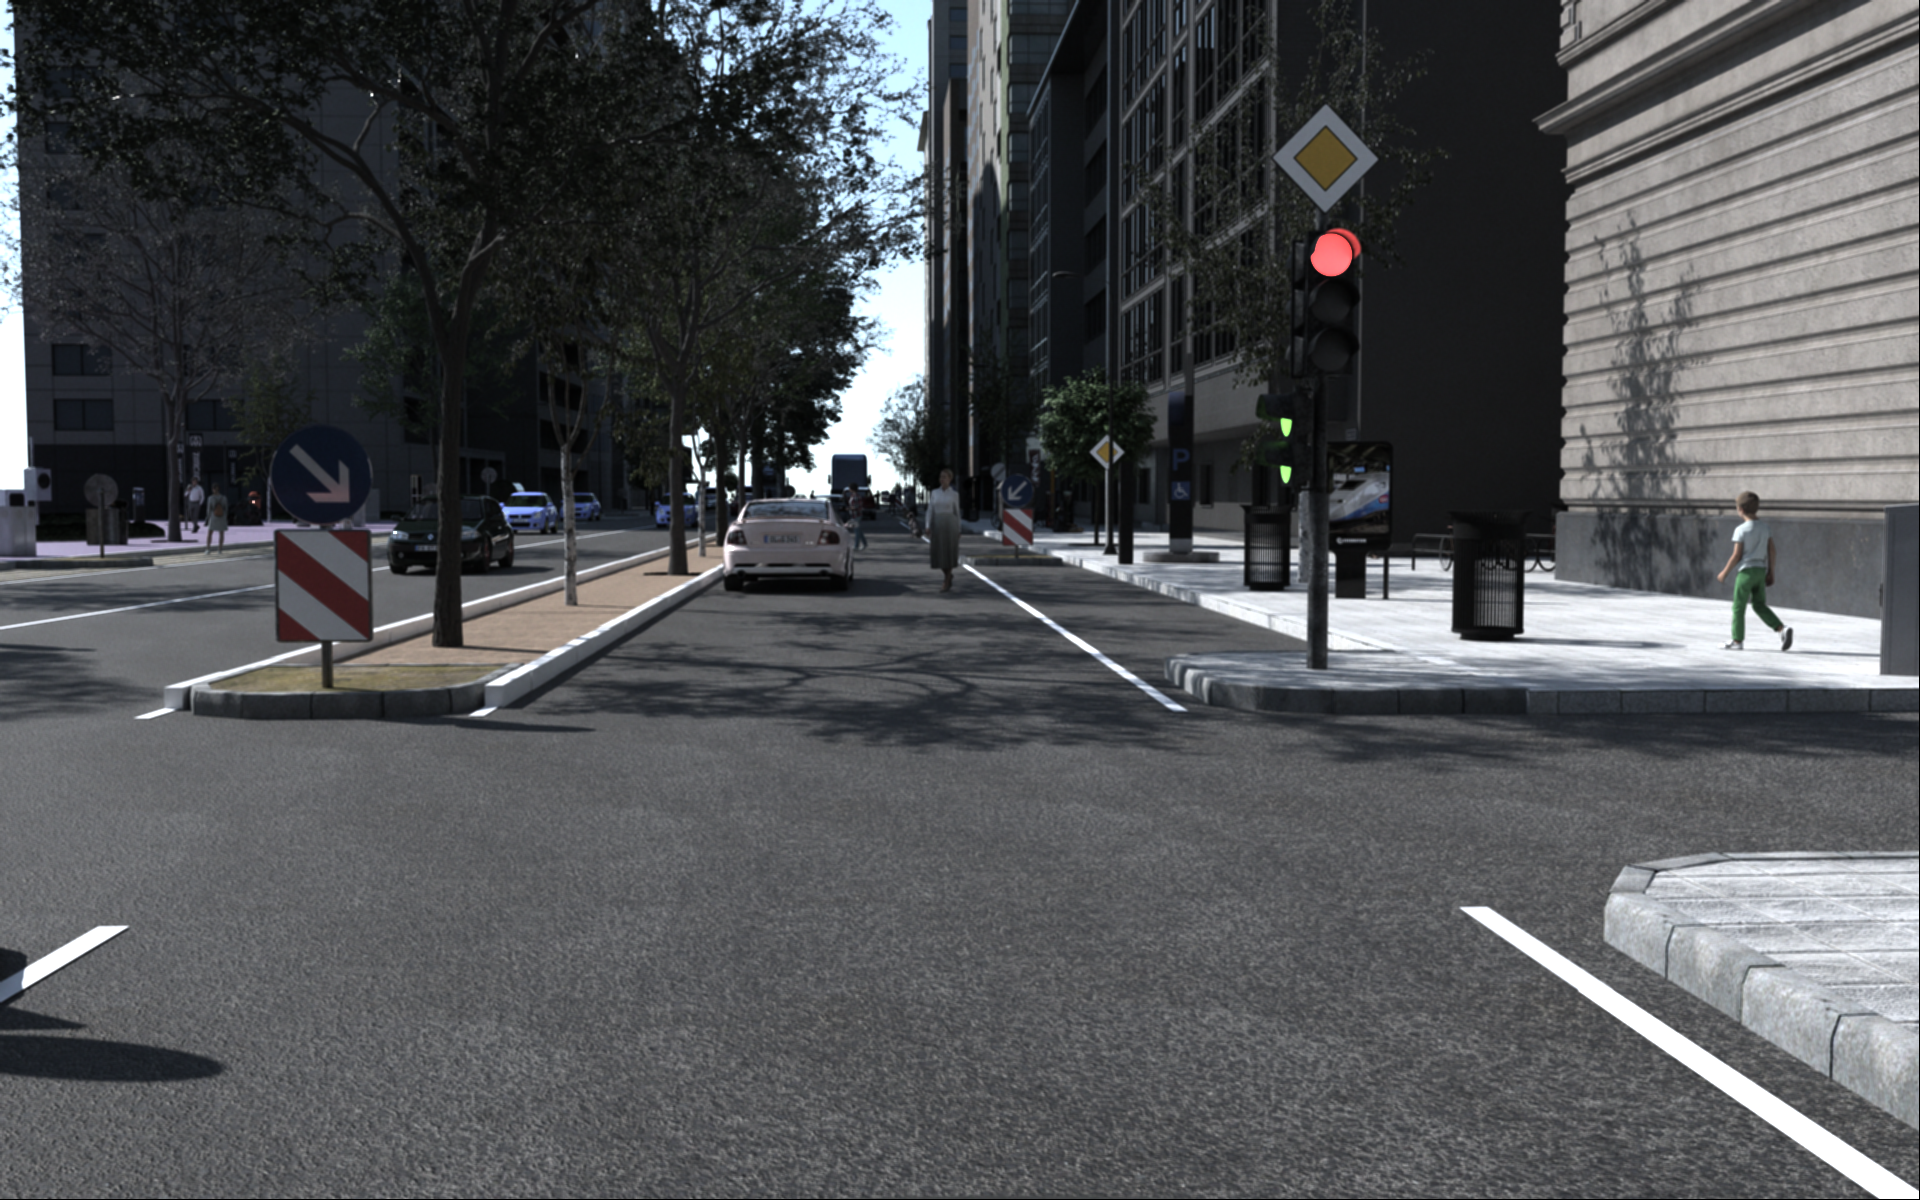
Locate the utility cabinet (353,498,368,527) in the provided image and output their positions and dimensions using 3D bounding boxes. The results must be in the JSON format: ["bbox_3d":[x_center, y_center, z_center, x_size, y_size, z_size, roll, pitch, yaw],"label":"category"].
[{"bbox_3d":[-23.378,-3.588,67.335,0.318,1.500,1.173,-1,4,-11],"label":"utility cabinet"}]

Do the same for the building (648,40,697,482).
[{"bbox_3d":[-45.899,-37.713,205.838,28.713,52.752,27.495,0,4,-3],"label":"building"}]

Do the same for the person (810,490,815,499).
[{"bbox_3d":[-9.828,-6.483,115.409,0.530,1.710,0.541,-1,4,-13],"label":"person"}]

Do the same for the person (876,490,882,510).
[{"bbox_3d":[-7.573,-9.216,159.198,0.705,1.822,1.348,-3,5,-43],"label":"person"}]

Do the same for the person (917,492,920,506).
[{"bbox_3d":[-4.707,-11.260,190.670,0.750,1.759,0.617,1,4,8],"label":"person"}]

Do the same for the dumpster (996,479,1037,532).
[{"bbox_3d":[1.917,-3.218,58.368,1.264,1.857,1.865,0,4,-3],"label":"dumpster"}]

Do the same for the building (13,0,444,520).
[{"bbox_3d":[-36.597,-40.141,94.551,20.563,71.187,20.611,0,4,-3],"label":"building"}]

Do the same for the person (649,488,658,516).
[{"bbox_3d":[-20.503,-6.543,115.576,0.705,1.812,1.348,1,4,12],"label":"person"}]

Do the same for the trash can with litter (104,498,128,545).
[{"bbox_3d":[-21.428,-1.984,43.822,0.624,1.170,1.055,-3,4,-37],"label":"trash can with litter"}]

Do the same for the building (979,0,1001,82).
[{"bbox_3d":[15.546,-32.350,118.159,28.713,52.752,27.495,0,4,-3],"label":"building"}]

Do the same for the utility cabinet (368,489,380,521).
[{"bbox_3d":[-27.418,-4.361,79.980,1.173,1.500,0.318,-1,4,-13],"label":"utility cabinet"}]

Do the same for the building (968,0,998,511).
[{"bbox_3d":[7.932,-29.903,139.025,14.600,45.320,14.200,0,4,-3],"label":"building"}]

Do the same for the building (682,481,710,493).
[{"bbox_3d":[-50.238,-33.017,231.707,32.217,40.220,23.993,0,4,-3],"label":"building"}]

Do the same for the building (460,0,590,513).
[{"bbox_3d":[-37.495,-30.128,116.292,21.300,48.544,21.600,0,4,-3],"label":"building"}]

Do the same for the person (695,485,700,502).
[{"bbox_3d":[-12.196,-4.405,80.386,0.748,1.841,0.638,-1,4,-11],"label":"person"}]

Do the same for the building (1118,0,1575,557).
[{"bbox_3d":[12.843,-15.467,46.400,14.314,27.812,24.014,0,4,-3],"label":"building"}]

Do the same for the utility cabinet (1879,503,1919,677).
[{"bbox_3d":[6.878,-0.090,12.627,0.306,1.237,1.020,2,4,28],"label":"utility cabinet"}]

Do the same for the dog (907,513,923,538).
[{"bbox_3d":[-1.475,-2.457,57.016,0.513,0.831,0.800,0,4,-4],"label":"dog"}]

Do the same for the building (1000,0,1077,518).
[{"bbox_3d":[9.142,-25.305,97.330,14.154,41.232,14.086,0,4,-3],"label":"building"}]

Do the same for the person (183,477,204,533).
[{"bbox_3d":[-25.404,-3.136,57.423,0.679,1.850,0.850,0,4,-4],"label":"person"}]

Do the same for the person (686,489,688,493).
[{"bbox_3d":[-29.174,-10.916,184.660,0.705,1.807,1.348,0,4,3],"label":"person"}]

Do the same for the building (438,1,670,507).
[{"bbox_3d":[-41.273,-45.458,181.496,20.563,71.187,20.611,0,4,-3],"label":"building"}]

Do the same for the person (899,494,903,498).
[{"bbox_3d":[-8.234,-14.246,239.490,0.617,1.759,0.750,2,4,23],"label":"person"}]

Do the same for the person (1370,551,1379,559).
[{"bbox_3d":[8.066,-1.724,34.406,0.661,1.801,0.590,0,4,-4],"label":"person"}]

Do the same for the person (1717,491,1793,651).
[{"bbox_3d":[6.504,-0.236,14.149,0.306,1.304,0.590,-3,4,-38],"label":"person"}]

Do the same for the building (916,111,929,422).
[{"bbox_3d":[8.975,-39.417,233.701,28.713,52.752,27.495,0,4,-3],"label":"building"}]

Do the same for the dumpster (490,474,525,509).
[{"bbox_3d":[-22.108,-5.003,84.290,1.502,2.255,1.985,0,4,-3],"label":"dumpster"}]

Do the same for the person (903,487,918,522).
[{"bbox_3d":[-2.244,-4.175,77.252,0.515,1.767,0.782,3,4,39],"label":"person"}]

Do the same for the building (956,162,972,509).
[{"bbox_3d":[6.500,-23.359,153.622,14.160,30.474,14.107,0,4,-3],"label":"building"}]

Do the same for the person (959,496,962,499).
[{"bbox_3d":[-0.368,-7.400,127.756,1.217,1.735,0.721,-3,4,-39],"label":"person"}]

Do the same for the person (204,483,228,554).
[{"bbox_3d":[-17.673,-1.938,41.197,0.512,1.701,0.522,-3,5,-39],"label":"person"}]

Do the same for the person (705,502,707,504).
[{"bbox_3d":[-16.336,-6.023,110.200,0.599,1.433,0.991,-2,4,-35],"label":"person"}]

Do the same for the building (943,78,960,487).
[{"bbox_3d":[5.478,-32.646,183.875,14.600,45.320,14.200,0,4,-3],"label":"building"}]

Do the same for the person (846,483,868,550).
[{"bbox_3d":[-2.631,-2.145,44.402,0.643,1.720,0.563,-1,4,-14],"label":"person"}]

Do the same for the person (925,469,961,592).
[{"bbox_3d":[-0.215,-1.025,25.481,0.478,1.798,0.641,1,4,23],"label":"person"}]

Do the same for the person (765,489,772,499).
[{"bbox_3d":[-14.258,-7.377,129.134,0.705,1.822,1.348,1,4,20],"label":"person"}]

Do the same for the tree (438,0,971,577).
[{"bbox_3d":[-5.003,-7.180,30.216,12.009,13.543,11.850,0,3,0],"label":"tree"}]

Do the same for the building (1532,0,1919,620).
[{"bbox_3d":[18.392,-11.748,20.958,19.941,23.489,11.050,0,4,-3],"label":"building"}]

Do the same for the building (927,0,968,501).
[{"bbox_3d":[6.748,-40.535,204.749,21.231,58.520,28.212,0,4,-3],"label":"building"}]

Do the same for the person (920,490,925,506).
[{"bbox_3d":[-4.282,-11.353,192.466,0.742,1.727,0.445,-3,5,-42],"label":"person"}]

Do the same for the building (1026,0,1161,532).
[{"bbox_3d":[11.261,-15.558,73.435,14.314,24.678,30.058,0,4,-3],"label":"building"}]

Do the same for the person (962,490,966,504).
[{"bbox_3d":[0.330,-7.186,124.339,0.742,1.727,0.445,3,5,45],"label":"person"}]

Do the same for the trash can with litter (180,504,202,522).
[{"bbox_3d":[-35.545,-4.183,79.772,0.624,1.170,1.055,2,4,33],"label":"trash can with litter"}]

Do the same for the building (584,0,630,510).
[{"bbox_3d":[-39.579,-36.622,140.767,21.231,58.520,28.212,0,4,-3],"label":"building"}]

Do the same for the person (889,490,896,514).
[{"bbox_3d":[-4.819,-6.976,123.478,0.541,1.710,0.530,1,4,14],"label":"person"}]

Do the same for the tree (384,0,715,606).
[{"bbox_3d":[-4.949,-4.211,21.670,4.360,8.622,3.978,0,3,0],"label":"tree"}]

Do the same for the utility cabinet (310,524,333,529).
[{"bbox_3d":[-20.510,-2.720,55.637,1.020,1.237,0.306,3,5,44],"label":"utility cabinet"}]
